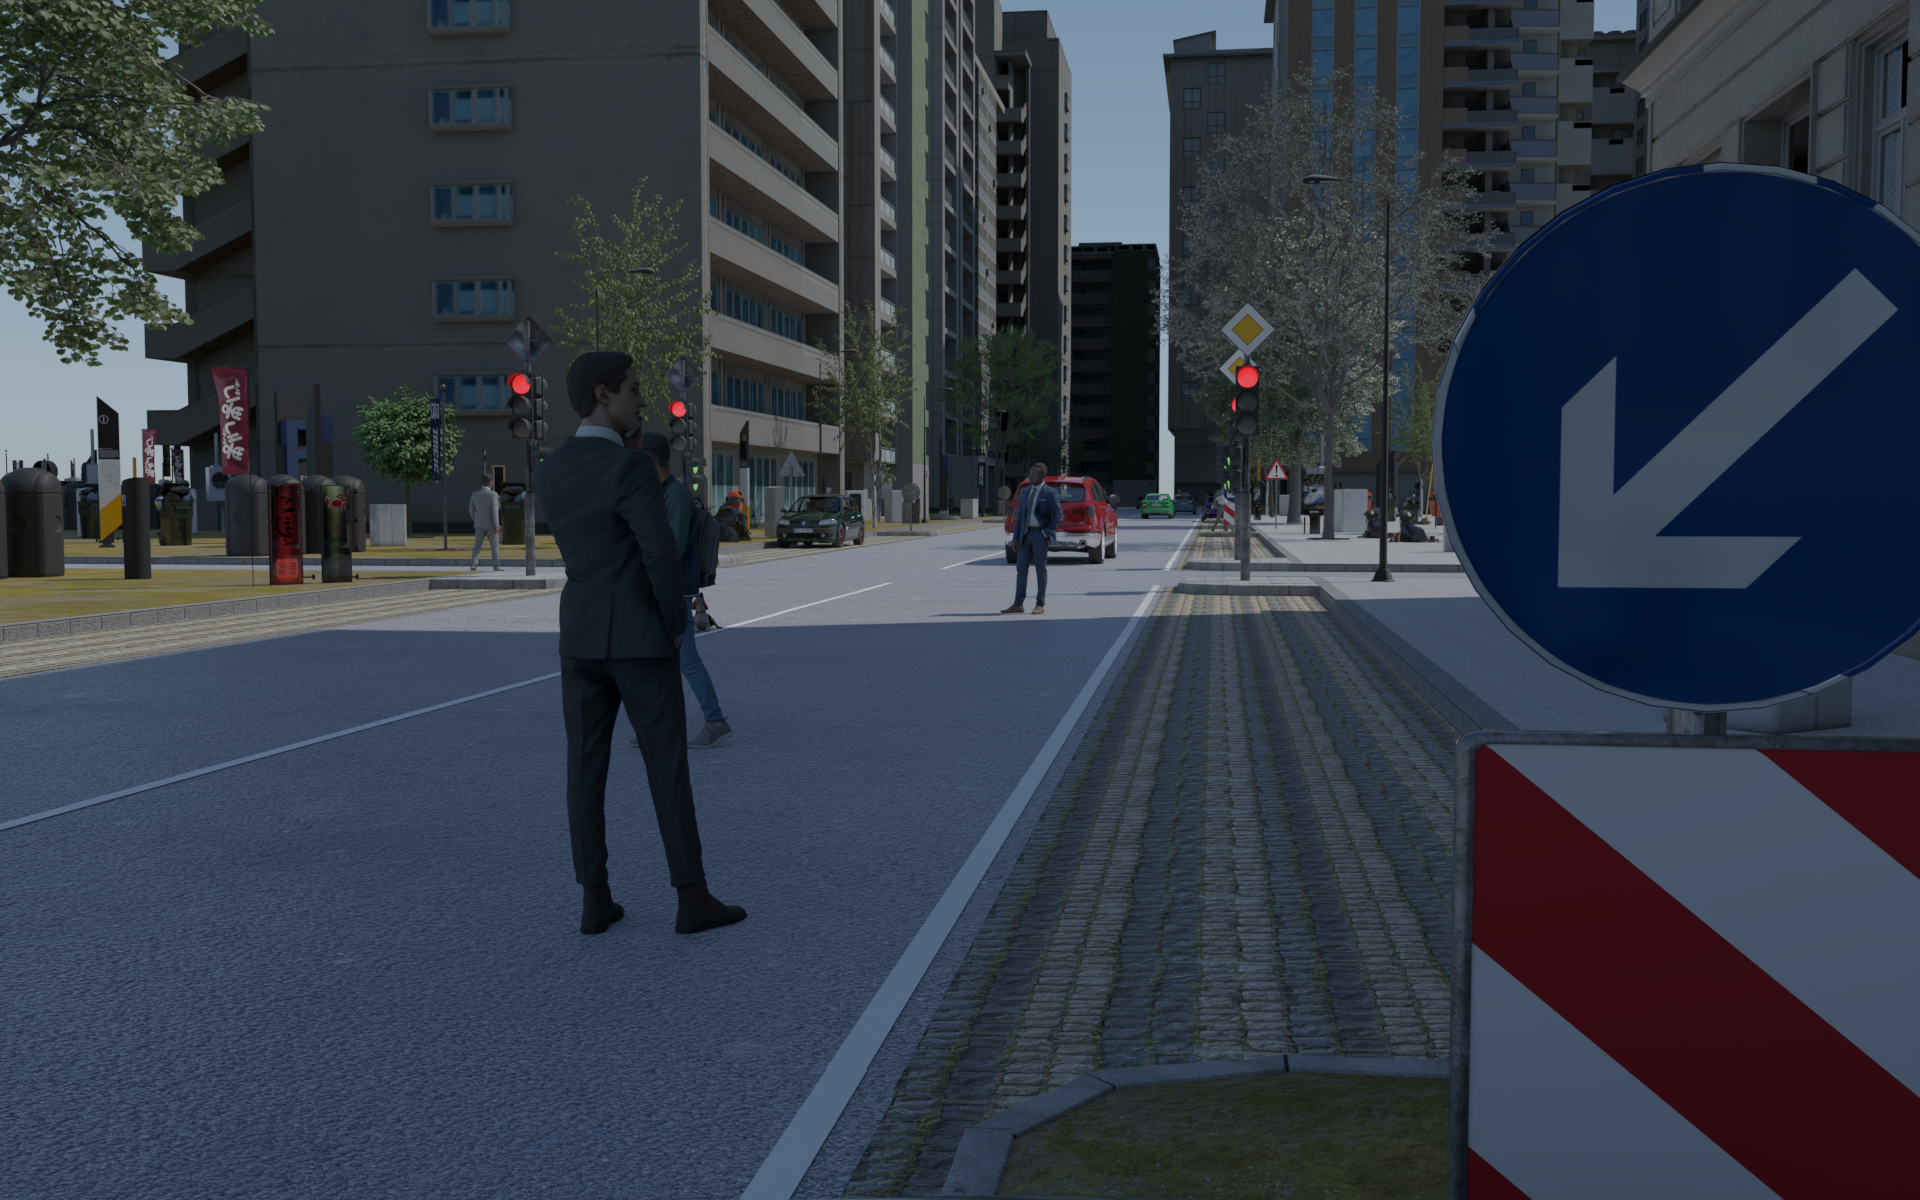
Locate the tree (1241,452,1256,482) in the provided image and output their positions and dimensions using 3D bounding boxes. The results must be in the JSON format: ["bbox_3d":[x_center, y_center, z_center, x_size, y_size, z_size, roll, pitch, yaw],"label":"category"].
[{"bbox_3d":[29.128,-14.082,180.604,4.360,8.622,3.978,0,3,0],"label":"tree"}]

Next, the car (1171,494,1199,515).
[{"bbox_3d":[15.647,-6.662,120.931,2.014,1.417,4.499,1,4,9],"label":"car"}]

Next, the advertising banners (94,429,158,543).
[{"bbox_3d":[-22.016,-3.036,45.819,0.090,3.025,2.074,1,4,22],"label":"advertising banners"}]

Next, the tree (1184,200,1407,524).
[{"bbox_3d":[14.517,-10.315,75.306,9.857,13.997,8.962,0,3,0],"label":"tree"}]

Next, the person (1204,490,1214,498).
[{"bbox_3d":[22.521,-8.998,155.635,1.348,1.821,0.705,1,4,15],"label":"person"}]

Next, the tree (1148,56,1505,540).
[{"bbox_3d":[10.370,-8.451,48.550,12.009,13.543,11.850,0,3,0],"label":"tree"}]

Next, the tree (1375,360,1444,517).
[{"bbox_3d":[25.073,-8.813,94.453,4.737,8.622,4.395,0,3,0],"label":"tree"}]

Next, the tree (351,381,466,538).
[{"bbox_3d":[-16.096,-4.099,50.741,4.285,4.588,4.351,0,3,0],"label":"tree"}]

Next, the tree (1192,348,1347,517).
[{"bbox_3d":[17.178,-9.838,95.260,8.767,10.594,7.601,0,4,-1],"label":"tree"}]

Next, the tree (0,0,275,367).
[{"bbox_3d":[-10.180,-6.008,16.356,7.486,12.596,7.792,0,3,0],"label":"tree"}]

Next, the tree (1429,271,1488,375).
[{"bbox_3d":[17.362,-6.503,56.678,4.360,8.622,3.978,0,3,0],"label":"tree"}]

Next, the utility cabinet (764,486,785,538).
[{"bbox_3d":[-5.418,-2.555,50.451,0.318,1.500,1.173,-1,4,-21],"label":"utility cabinet"}]

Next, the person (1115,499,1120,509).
[{"bbox_3d":[15.312,-9.624,169.081,0.991,1.433,0.599,-3,5,-44],"label":"person"}]

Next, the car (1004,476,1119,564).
[{"bbox_3d":[2.227,-1.745,37.205,2.281,1.827,5.304,1,4,10],"label":"car"}]

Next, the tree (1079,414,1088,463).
[{"bbox_3d":[9.975,-12.766,159.078,4.360,8.622,3.978,0,3,0],"label":"tree"}]

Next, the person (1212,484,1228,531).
[{"bbox_3d":[9.261,-3.234,61.473,0.679,1.850,0.850,-3,5,-40],"label":"person"}]

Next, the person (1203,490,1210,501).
[{"bbox_3d":[20.518,-8.253,144.230,0.721,1.735,1.217,2,4,28],"label":"person"}]

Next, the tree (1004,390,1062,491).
[{"bbox_3d":[4.861,-10.423,120.784,4.360,8.622,3.978,0,3,0],"label":"tree"}]

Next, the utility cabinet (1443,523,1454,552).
[{"bbox_3d":[11.262,-1.665,38.388,1.020,1.237,0.306,0,4,5],"label":"utility cabinet"}]

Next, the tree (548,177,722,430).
[{"bbox_3d":[-7.872,-5.553,41.149,4.737,8.622,4.395,0,3,0],"label":"tree"}]

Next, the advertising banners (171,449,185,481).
[{"bbox_3d":[-29.776,-4.368,67.598,2.074,3.025,0.090,0,4,7],"label":"advertising banners"}]

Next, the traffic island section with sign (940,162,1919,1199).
[{"bbox_3d":[0.917,0.351,2.886,1.989,1.847,2.006,1,4,8],"label":"traffic island section with sign"}]

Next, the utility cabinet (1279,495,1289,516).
[{"bbox_3d":[19.067,-5.469,100.584,1.020,1.237,0.306,1,4,15],"label":"utility cabinet"}]

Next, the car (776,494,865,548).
[{"bbox_3d":[-3.765,-2.283,47.109,2.009,1.686,4.222,1,4,9],"label":"car"}]

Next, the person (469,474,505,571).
[{"bbox_3d":[-8.336,-1.323,30.404,0.678,1.792,0.850,1,4,16],"label":"person"}]

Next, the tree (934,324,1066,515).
[{"bbox_3d":[2.405,-10.939,104.607,9.928,11.665,9.643,0,3,0],"label":"tree"}]

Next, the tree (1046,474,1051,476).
[{"bbox_3d":[7.246,-9.151,144.215,1.663,3.219,1.824,0,3,0],"label":"tree"}]

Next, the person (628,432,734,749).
[{"bbox_3d":[-1.663,-0.060,9.836,0.721,1.781,0.623,-2,4,-35],"label":"person"}]

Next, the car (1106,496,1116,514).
[{"bbox_3d":[7.952,-5.292,99.103,1.945,1.354,3.894,1,4,10],"label":"car"}]

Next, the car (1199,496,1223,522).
[{"bbox_3d":[13.383,-4.717,89.709,1.945,1.354,3.894,0,4,8],"label":"car"}]

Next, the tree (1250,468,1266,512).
[{"bbox_3d":[20.757,-7.862,123.143,1.663,3.219,1.824,0,3,0],"label":"tree"}]

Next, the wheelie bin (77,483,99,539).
[{"bbox_3d":[-24.971,-2.570,49.921,0.980,1.594,0.693,2,4,27],"label":"wheelie bin"}]

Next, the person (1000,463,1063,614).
[{"bbox_3d":[0.885,-0.739,20.758,0.721,1.800,0.419,2,4,31],"label":"person"}]

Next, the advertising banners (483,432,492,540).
[{"bbox_3d":[-13.221,-3.201,48.523,0.090,3.025,2.074,-1,4,-20],"label":"advertising banners"}]

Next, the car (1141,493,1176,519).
[{"bbox_3d":[11.502,-5.607,100.475,1.959,1.807,4.718,1,4,9],"label":"car"}]

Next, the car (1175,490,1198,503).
[{"bbox_3d":[22.591,-10.056,173.082,2.281,1.827,5.304,1,4,10],"label":"car"}]

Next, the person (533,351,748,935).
[{"bbox_3d":[-1.092,0.129,5.758,0.648,1.900,0.474,2,4,27],"label":"person"}]

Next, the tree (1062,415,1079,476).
[{"bbox_3d":[5.999,-10.767,126.405,4.360,8.622,3.978,0,3,0],"label":"tree"}]

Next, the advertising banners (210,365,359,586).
[{"bbox_3d":[-9.483,-1.724,24.377,0.090,3.025,2.074,3,5,43],"label":"advertising banners"}]

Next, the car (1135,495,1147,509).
[{"bbox_3d":[17.816,-9.393,166.161,1.945,1.354,3.894,1,4,9],"label":"car"}]

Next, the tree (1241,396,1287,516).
[{"bbox_3d":[18.083,-9.295,102.331,4.737,8.622,4.395,0,3,0],"label":"tree"}]

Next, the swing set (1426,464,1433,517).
[{"bbox_3d":[25.059,-5.413,86.128,3.119,2.851,2.862,0,4,2],"label":"swing set"}]

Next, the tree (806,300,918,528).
[{"bbox_3d":[-3.379,-6.997,64.756,4.737,8.622,4.395,0,3,0],"label":"tree"}]
